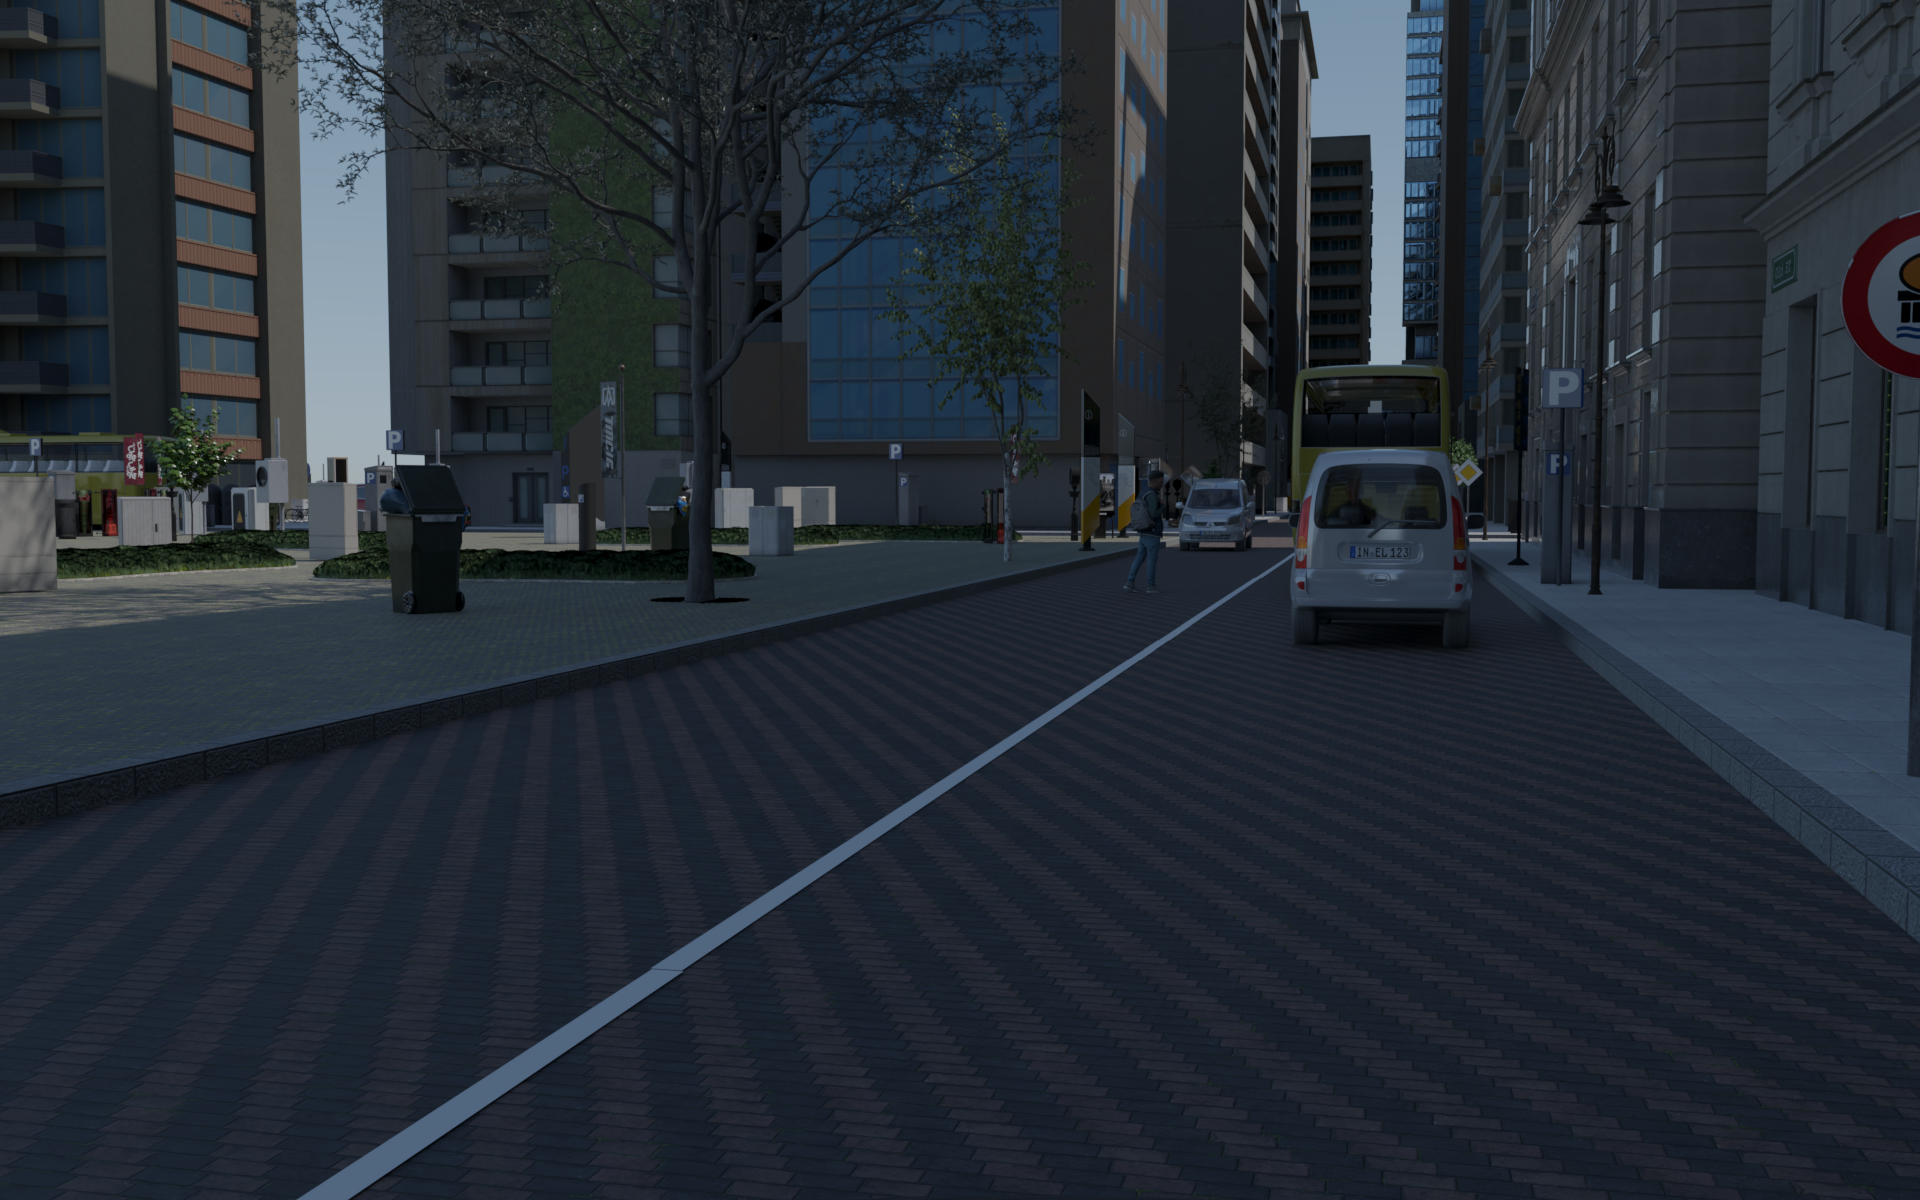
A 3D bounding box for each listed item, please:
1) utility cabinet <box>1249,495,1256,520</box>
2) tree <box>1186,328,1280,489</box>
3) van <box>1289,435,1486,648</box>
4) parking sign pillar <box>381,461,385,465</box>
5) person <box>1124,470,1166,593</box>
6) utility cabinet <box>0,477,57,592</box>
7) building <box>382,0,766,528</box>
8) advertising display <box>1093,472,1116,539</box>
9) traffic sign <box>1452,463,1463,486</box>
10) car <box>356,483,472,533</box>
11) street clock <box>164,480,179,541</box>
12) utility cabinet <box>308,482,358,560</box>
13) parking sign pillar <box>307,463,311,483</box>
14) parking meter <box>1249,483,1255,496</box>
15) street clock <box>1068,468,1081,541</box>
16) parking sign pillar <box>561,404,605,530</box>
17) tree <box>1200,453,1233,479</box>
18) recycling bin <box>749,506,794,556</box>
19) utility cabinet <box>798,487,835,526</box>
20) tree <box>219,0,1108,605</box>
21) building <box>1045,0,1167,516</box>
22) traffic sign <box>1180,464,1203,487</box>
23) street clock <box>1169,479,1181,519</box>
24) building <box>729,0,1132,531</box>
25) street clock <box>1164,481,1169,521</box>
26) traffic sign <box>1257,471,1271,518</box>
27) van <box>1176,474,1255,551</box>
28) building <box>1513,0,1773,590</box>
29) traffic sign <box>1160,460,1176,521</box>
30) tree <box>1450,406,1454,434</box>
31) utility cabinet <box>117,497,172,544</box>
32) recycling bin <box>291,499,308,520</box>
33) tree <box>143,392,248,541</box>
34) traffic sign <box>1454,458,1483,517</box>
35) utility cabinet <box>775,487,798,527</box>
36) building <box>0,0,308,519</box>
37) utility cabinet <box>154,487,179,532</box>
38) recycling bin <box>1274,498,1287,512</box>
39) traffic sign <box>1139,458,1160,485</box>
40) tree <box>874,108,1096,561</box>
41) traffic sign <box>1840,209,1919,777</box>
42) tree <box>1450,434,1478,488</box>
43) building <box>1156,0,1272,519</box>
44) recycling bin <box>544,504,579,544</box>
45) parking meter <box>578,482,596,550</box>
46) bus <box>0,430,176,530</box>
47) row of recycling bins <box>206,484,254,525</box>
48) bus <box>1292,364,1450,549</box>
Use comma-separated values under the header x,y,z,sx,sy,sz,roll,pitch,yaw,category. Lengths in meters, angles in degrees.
x,y,z,sx,sy,sz,roll,pitch,yaw,category
14.386,-4.529,85.203,0.306,1.237,1.020,1,4,11,utility cabinet
11.752,-7.710,76.415,4.360,8.622,3.978,0,3,0,tree
4.331,-0.652,17.677,2.013,2.044,4.112,1,4,15,van
-47.794,-9.473,143.358,1.447,3.967,1.447,-3,5,-42,parking sign pillar
2.746,-0.993,25.086,0.721,1.781,0.623,-2,4,-28,person
-12.384,-0.842,22.441,0.318,1.500,1.173,2,4,35,utility cabinet
-15.257,-23.701,71.106,14.086,41.232,14.154,1,4,14,building
4.024,-2.729,49.831,0.974,1.923,0.123,-2,4,-24,advertising display
16.149,-3.224,56.349,0.795,2.450,0.064,1,4,14,traffic sign
-19.365,-3.120,59.687,5.304,1.827,2.281,1,4,15,car
-21.330,-2.588,46.884,0.358,2.002,0.471,-2,4,-27,street clock
-12.057,-1.508,33.329,1.173,1.500,0.318,3,4,37,utility cabinet
-39.647,-7.093,104.439,1.447,3.967,1.447,1,4,9,parking sign pillar
15.395,-5.235,91.297,0.255,1.863,0.399,2,4,26,parking meter
3.130,-2.614,47.307,0.358,2.002,0.471,0,4,-5,street clock
-11.223,-3.856,51.519,1.447,3.967,1.447,3,4,39,parking sign pillar
11.814,-5.282,80.969,1.663,3.219,1.824,0,3,0,tree
-3.925,-1.436,36.038,0.722,1.027,0.722,1,4,22,recycling bin
-4.284,-2.660,52.170,1.173,1.500,0.318,3,5,40,utility cabinet
-2.953,-6.722,20.276,12.009,13.543,11.850,0,3,0,tree
14.913,-29.043,124.971,14.600,45.320,14.200,1,4,14,building
7.806,-3.350,58.407,0.795,2.450,0.064,1,4,14,traffic sign
10.413,-4.796,82.982,0.471,2.002,0.358,1,4,12,street clock
0.258,-25.494,66.936,14.600,45.320,14.200,1,4,14,building
9.982,-4.817,83.323,0.358,2.002,0.471,0,4,6,street clock
16.608,-5.789,94.755,0.768,2.556,0.104,1,4,21,traffic sign
6.658,-2.315,44.855,2.013,2.044,4.112,1,4,13,van
17.812,-14.420,33.032,12.463,27.353,25.104,1,4,14,building
5.905,-2.875,50.650,0.795,2.450,0.064,1,4,14,traffic sign
33.110,-10.630,124.163,4.737,8.622,4.395,0,3,0,tree
-17.686,-1.616,37.588,1.020,1.237,0.306,-3,5,-43,utility cabinet
-32.881,-4.523,86.498,0.722,1.027,0.722,1,4,16,recycling bin
-14.772,-2.351,33.047,1.663,3.219,1.824,0,3,0,tree
14.249,-2.749,48.592,0.795,2.450,0.064,1,4,14,traffic sign
-5.292,-2.744,53.545,0.318,1.500,1.173,2,4,27,utility cabinet
-48.517,-26.302,84.665,28.867,44.769,22.147,1,4,14,building
-25.834,-2.955,56.991,1.173,1.500,0.318,-1,4,-11,utility cabinet
23.394,-6.956,126.290,0.722,1.027,0.722,2,4,35,recycling bin
5.376,-2.884,49.288,0.606,2.300,0.079,1,4,20,traffic sign
0.746,-5.036,32.699,4.737,8.622,4.395,0,3,0,tree
4.356,-0.471,7.806,0.768,2.556,0.104,1,4,18,traffic sign
26.162,-6.667,92.716,4.285,4.588,4.351,0,3,0,tree
6.534,-29.150,100.304,21.300,48.544,21.600,1,4,14,building
-10.250,-1.960,44.593,0.722,1.027,0.722,-3,4,-36,recycling bin
-8.056,-1.775,37.432,0.372,1.533,0.369,0,3,0,parking meter
-35.129,-4.475,64.716,12.252,3.916,2.896,1,4,14,bus
-30.302,-3.926,71.300,3.534,1.692,1.069,0,4,4,row of recycling bins
8.194,-2.617,34.332,2.896,3.916,12.252,1,4,14,bus
